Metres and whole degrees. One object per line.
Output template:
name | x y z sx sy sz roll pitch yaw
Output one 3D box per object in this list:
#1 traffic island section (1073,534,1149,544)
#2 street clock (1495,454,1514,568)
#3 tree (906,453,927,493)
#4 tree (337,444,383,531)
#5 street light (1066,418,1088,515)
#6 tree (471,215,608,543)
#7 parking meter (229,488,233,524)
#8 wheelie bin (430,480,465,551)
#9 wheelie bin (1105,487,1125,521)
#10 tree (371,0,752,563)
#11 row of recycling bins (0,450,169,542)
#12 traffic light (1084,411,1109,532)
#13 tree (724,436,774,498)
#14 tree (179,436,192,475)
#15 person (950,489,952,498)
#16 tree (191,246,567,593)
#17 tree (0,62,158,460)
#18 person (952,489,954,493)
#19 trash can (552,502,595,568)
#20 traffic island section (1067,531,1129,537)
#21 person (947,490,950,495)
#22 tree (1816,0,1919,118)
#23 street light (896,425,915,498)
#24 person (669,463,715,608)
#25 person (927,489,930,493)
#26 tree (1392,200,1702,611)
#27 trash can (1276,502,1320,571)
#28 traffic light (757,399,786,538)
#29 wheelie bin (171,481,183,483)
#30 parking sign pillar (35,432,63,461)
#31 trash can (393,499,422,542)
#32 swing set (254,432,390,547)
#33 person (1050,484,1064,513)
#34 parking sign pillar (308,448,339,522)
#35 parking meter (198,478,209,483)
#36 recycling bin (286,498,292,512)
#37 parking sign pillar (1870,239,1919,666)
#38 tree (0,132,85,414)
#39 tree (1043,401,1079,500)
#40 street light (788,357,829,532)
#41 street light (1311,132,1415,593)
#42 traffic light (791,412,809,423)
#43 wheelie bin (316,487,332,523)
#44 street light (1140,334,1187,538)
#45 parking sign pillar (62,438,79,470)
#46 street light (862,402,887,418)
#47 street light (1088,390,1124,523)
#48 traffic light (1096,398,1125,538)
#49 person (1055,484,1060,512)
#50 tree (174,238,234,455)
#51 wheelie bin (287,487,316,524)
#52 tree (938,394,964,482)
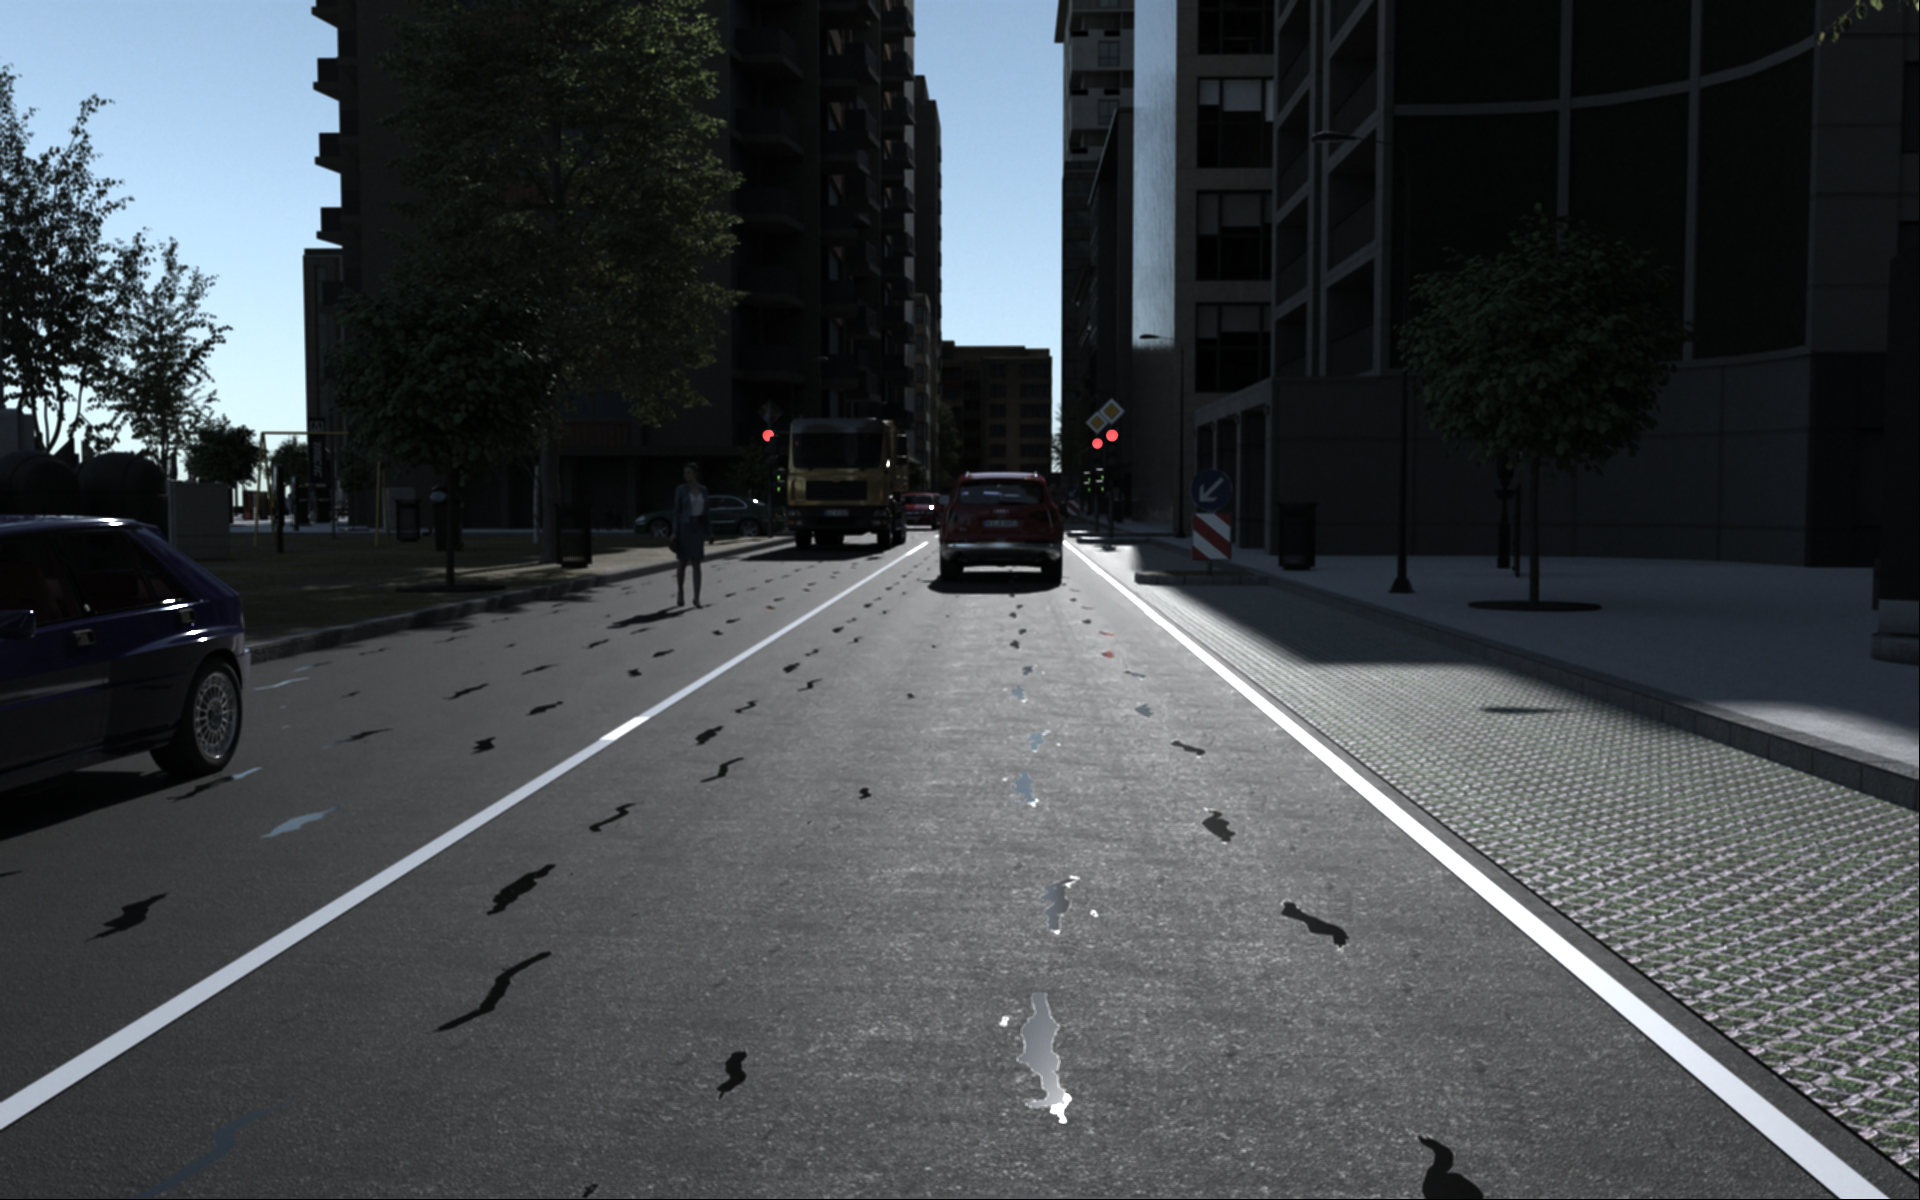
traffic island section | 4.441 -1.739 50.717 2.009 0.180 2.903 0 4 1
street clock | 9.400 -1.549 29.896 0.358 2.002 0.471 1 4 10
tree | -4.182 -9.115 132.742 4.285 4.588 4.351 0 3 0
tree | -21.172 -4.015 60.239 1.663 3.219 1.824 0 3 0
street light | 7.312 -8.127 105.409 1.470 5.913 1.316 0 4 1
tree | -11.100 -5.790 45.029 4.360 8.622 3.978 0 3 0
parking meter | -31.529 -4.050 74.626 0.372 1.533 0.369 0 3 0
wheelie bin | -11.634 -1.920 39.304 0.693 1.594 0.980 -1 4 -9
wheelie bin | 7.273 -4.514 81.714 0.980 1.594 0.693 -2 4 -28
tree | -7.391 -6.986 32.353 7.486 12.596 7.792 0 3 0
row of recycling bins | -8.988 -0.540 15.943 1.069 1.692 3.534 2 4 34
traffic light | 4.610 -4.261 58.586 0.839 4.253 0.868 0 4 1
tree | -6.887 -3.865 57.802 1.663 3.219 1.824 0 3 0
tree | -29.638 -5.271 69.900 4.285 4.588 4.351 0 3 0
person | -0.566 -7.307 128.305 0.444 1.785 0.601 -3 5 -43
tree | -6.868 -2.406 23.050 4.285 4.588 4.351 0 3 0
tree | -15.599 -4.836 29.431 4.360 8.622 3.978 0 3 0
person | -0.242 -5.866 105.086 0.598 1.740 0.731 0 4 -1
trash can | -6.751 -1.140 30.287 0.748 1.137 0.748 0 3 0
traffic island section | 4.650 -2.227 58.699 2.009 0.180 2.903 0 4 1
person | -1.124 -9.230 159.414 0.705 1.824 1.348 1 4 14
tree | 6.130 -3.533 8.133 4.360 8.622 3.978 0 3 0
street light | -3.702 -8.799 116.407 1.470 5.913 1.316 0 4 1
person | -3.403 -0.820 21.928 0.581 1.822 0.654 -1 4 -17
person | -2.248 -6.976 122.746 0.721 1.800 0.419 -1 4 -13
tree | 6.587 -2.189 19.509 4.285 4.588 4.351 0 3 0
trash can | 5.688 -1.074 29.220 0.748 1.137 0.748 0 3 0
traffic light | -5.557 -3.788 50.847 0.839 4.253 0.868 0 4 1
wheelie bin | -18.511 -1.992 40.477 0.980 1.594 0.693 -1 4 -13
parking sign pillar | -40.695 -5.356 76.040 1.447 3.967 1.447 1 4 16
trash can | -14.825 -2.133 46.525 0.748 1.137 0.748 0 3 0
swing set | -15.981 -2.825 43.809 3.119 2.851 2.862 -1 4 -12
person | 3.288 -3.134 60.156 0.576 1.772 0.534 -2 4 -31
parking sign pillar | -30.028 -5.688 81.467 1.447 3.967 1.447 2 4 30
parking meter | -28.118 -3.595 64.494 0.399 1.863 0.255 -1 4 -15
recycling bin | -46.815 -6.629 120.943 0.722 1.027 0.722 -3 5 -41
parking sign pillar | 7.800 -1.511 13.171 1.447 3.967 1.447 -3 5 -42
tree | -19.691 -5.235 35.957 4.737 8.622 4.395 0 3 0
tree | 9.811 -11.710 141.823 4.737 8.622 4.395 0 3 0
street light | -5.155 -5.290 59.040 1.470 5.913 1.316 0 4 1
street light | 5.209 -3.048 22.383 1.470 5.913 1.316 0 4 1
traffic light | -5.348 -4.276 58.830 0.839 4.253 0.868 0 4 1
wheelie bin | -28.731 -4.275 77.804 0.980 1.594 0.693 -3 5 -40
street light | 5.928 -4.771 50.551 1.470 5.913 1.316 0 4 1
parking sign pillar | -42.843 -5.785 83.053 1.447 3.967 1.447 1 4 22
street light | -4.418 -7.057 87.923 1.470 5.913 1.316 0 4 1
street light | 6.610 -6.404 77.241 1.470 5.913 1.316 0 4 1
traffic light | 4.401 -3.773 50.604 0.839 4.253 0.868 0 4 1
person | 3.985 -3.976 73.371 0.748 1.841 0.638 1 4 11
tree | -22.786 -6.017 48.746 4.737 8.622 4.395 0 3 0
wheelie bin | -28.213 -4.042 73.993 0.980 1.594 0.693 -2 4 -28
tree | -3.273 -16.238 183.618 7.486 12.596 7.792 0 3 0
